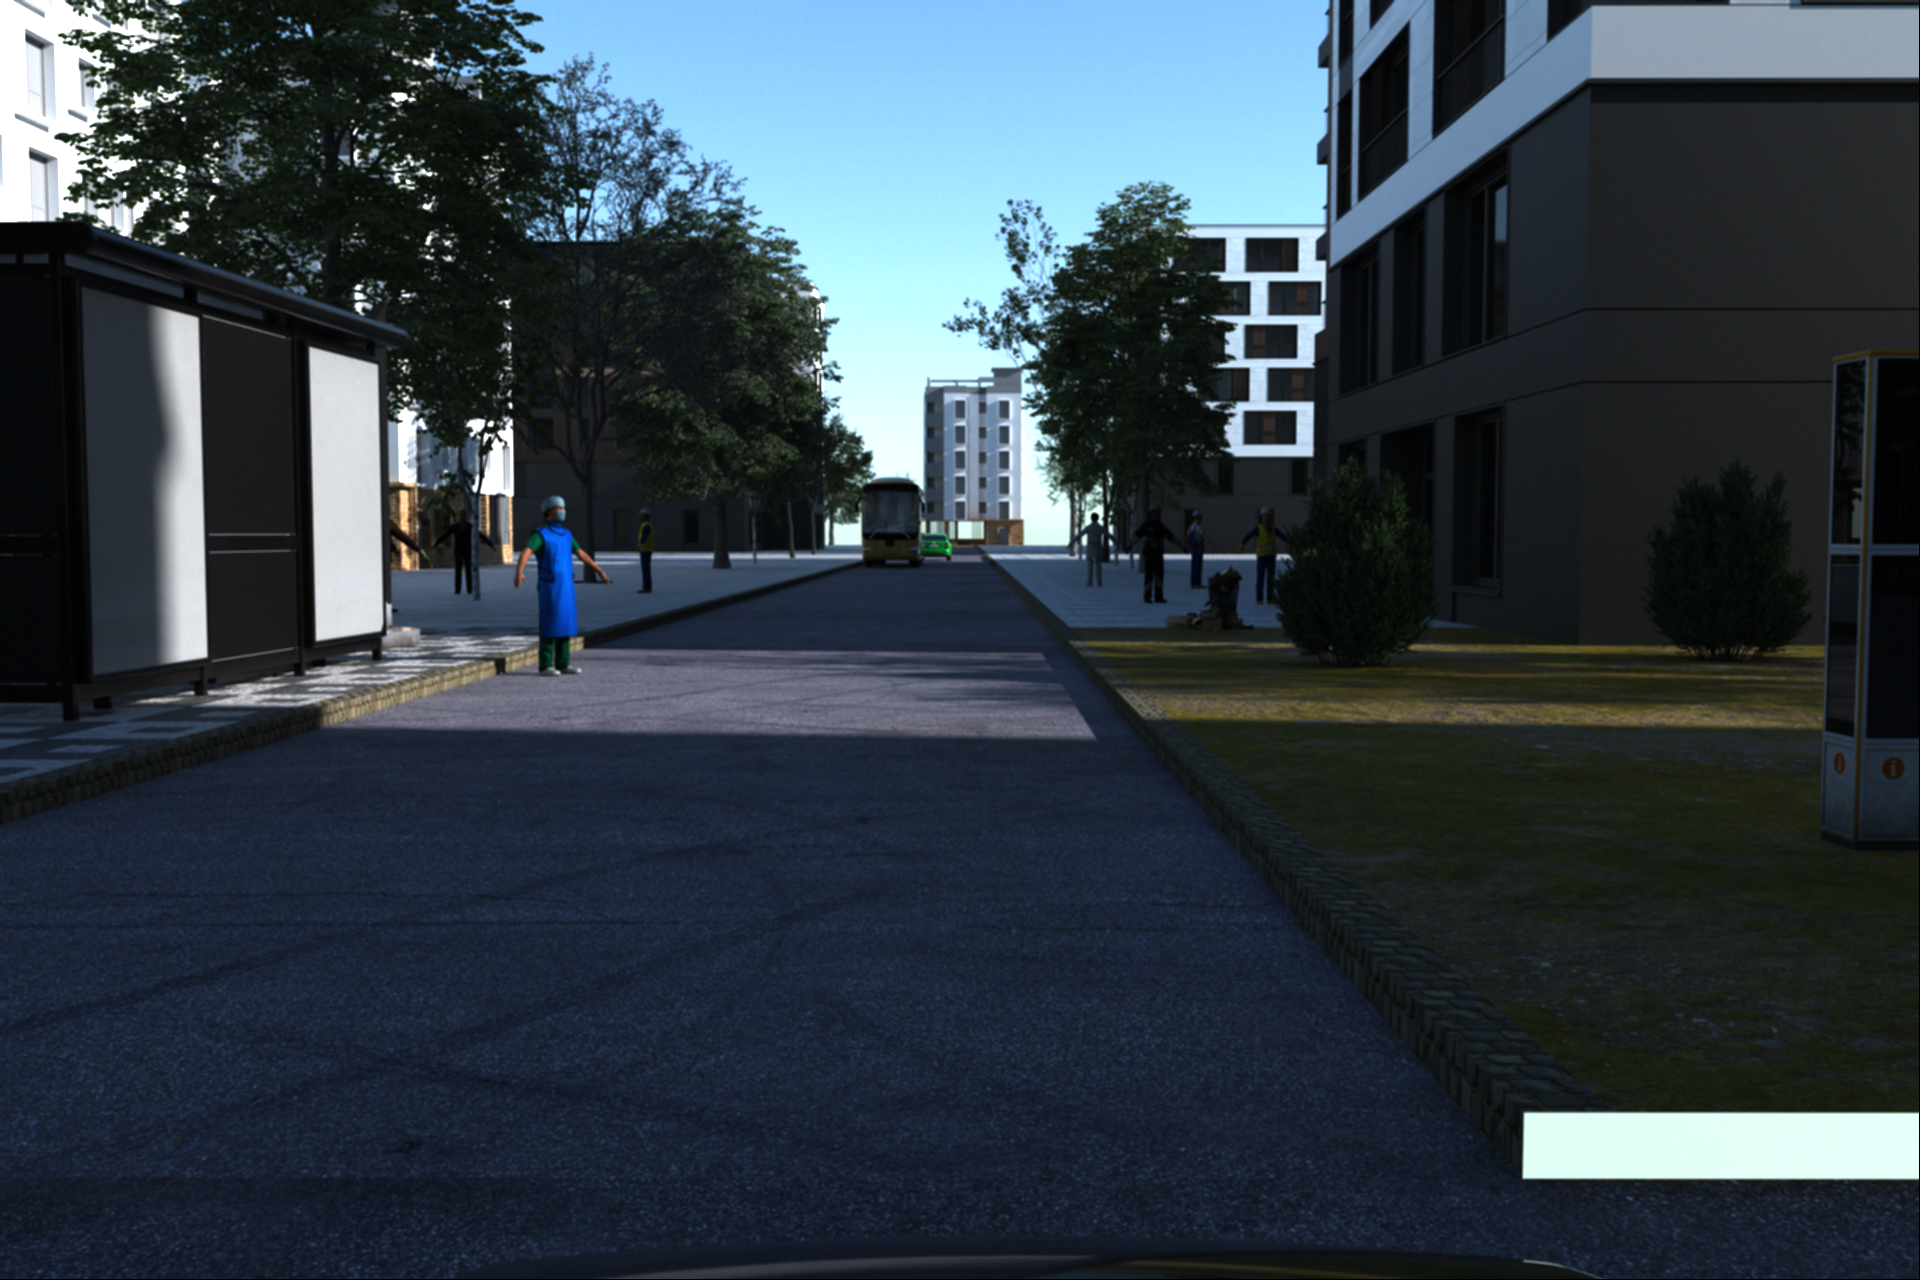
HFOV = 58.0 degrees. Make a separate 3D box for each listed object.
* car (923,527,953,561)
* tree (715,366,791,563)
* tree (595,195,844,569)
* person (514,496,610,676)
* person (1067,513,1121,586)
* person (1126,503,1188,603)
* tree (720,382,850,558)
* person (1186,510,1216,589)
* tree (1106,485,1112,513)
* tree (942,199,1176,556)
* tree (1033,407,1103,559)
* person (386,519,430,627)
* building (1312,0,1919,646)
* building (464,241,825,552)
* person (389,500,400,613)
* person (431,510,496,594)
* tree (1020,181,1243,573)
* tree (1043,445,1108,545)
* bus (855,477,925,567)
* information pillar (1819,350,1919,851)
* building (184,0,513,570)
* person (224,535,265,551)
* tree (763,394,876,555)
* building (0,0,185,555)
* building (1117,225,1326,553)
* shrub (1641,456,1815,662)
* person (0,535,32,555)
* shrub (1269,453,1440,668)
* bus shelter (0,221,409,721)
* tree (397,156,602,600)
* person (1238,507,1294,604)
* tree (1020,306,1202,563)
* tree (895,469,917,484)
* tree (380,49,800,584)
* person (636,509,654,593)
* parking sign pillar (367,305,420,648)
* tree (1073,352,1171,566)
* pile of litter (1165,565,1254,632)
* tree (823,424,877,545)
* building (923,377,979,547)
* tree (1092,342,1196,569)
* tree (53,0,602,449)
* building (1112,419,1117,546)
[{"bbox_3d":[-1.350,-5.198,93.782,1.959,1.807,4.718,0,4,0],"label":"car"},{"bbox_3d":[-8.939,-7.658,75.575,4.360,8.622,3.978,0,3,0],"label":"tree"},{"bbox_3d":[-8.951,-9.624,64.004,9.857,13.997,8.962,0,3,0],"label":"tree"},{"bbox_3d":[-4.088,-0.551,17.595,0.704,1.817,1.347,2,4,29],"label":"person"},{"bbox_3d":[3.293,-2.221,42.493,1.347,1.806,0.705,0,4,-6],"label":"person"},{"bbox_3d":[3.633,-1.620,32.274,1.354,1.856,0.705,-2,4,-27],"label":"person"},{"bbox_3d":[-9.293,-9.660,92.355,7.601,10.594,8.767,0,4,3],"label":"tree"},{"bbox_3d":[5.611,-2.136,40.785,0.705,1.847,1.347,-1,4,-21],"label":"person"},{"bbox_3d":[18.197,-14.932,194.492,4.737,8.622,4.395,0,3,0],"label":"tree"},{"bbox_3d":[5.132,-14.921,99.853,12.611,20.169,13.585,0,3,0],"label":"tree"},{"bbox_3d":[6.327,-8.386,87.481,4.360,8.622,3.978,0,3,0],"label":"tree"},{"bbox_3d":[-7.277,-0.942,21.537,1.346,1.812,0.704,-3,4,-37],"label":"person"},{"bbox_3d":[21.082,-11.710,35.432,27.936,21.610,32.646,0,4,0],"label":"building"},{"bbox_3d":[-25.812,-17.947,137.402,27.936,21.610,32.646,0,4,0],"label":"building"},{"bbox_3d":[-9.384,-1.365,28.247,0.705,1.837,1.347,0,4,-7],"label":"person"},{"bbox_3d":[-10.681,-1.898,37.251,1.346,1.802,0.704,-1,4,-20],"label":"person"},{"bbox_3d":[5.694,-8.465,56.528,7.486,12.596,7.792,0,3,0],"label":"tree"},{"bbox_3d":[13.687,-16.852,201.282,9.928,11.665,9.643,0,3,0],"label":"tree"},{"bbox_3d":[-2.933,-5.294,78.110,2.896,3.916,12.252,0,4,0],"label":"bus"},{"bbox_3d":[3.770,-0.159,7.098,0.304,2.012,0.304,0,3,0],"label":"information pillar"},{"bbox_3d":[-24.394,-12.590,62.272,16.016,20.090,11.380,0,4,-1],"label":"building"},{"bbox_3d":[-15.171,-1.823,36.602,0.721,1.733,1.217,1,4,21],"label":"person"},{"bbox_3d":[-9.077,-10.661,108.712,8.767,10.594,7.601,1,4,14],"label":"tree"},{"bbox_3d":[-27.600,-11.096,37.837,16.016,20.090,11.380,0,4,0],"label":"building"},{"bbox_3d":[25.633,-17.551,130.930,27.936,21.610,32.646,0,3,0],"label":"building"},{"bbox_3d":[7.824,-0.832,17.639,1.661,2.075,1.752,0,3,0],"label":"shrub"},{"bbox_3d":[-12.274,-0.982,22.185,1.348,1.813,0.705,2,4,35],"label":"person"},{"bbox_3d":[3.842,-0.785,16.873,1.661,2.075,1.752,0,3,0],"label":"shrub"},{"bbox_3d":[-6.811,-2.175,13.186,2.179,5.291,8.768,0,4,2],"label":"bus shelter"},{"bbox_3d":[-9.363,-5.104,33.812,4.737,8.622,4.395,0,3,0],"label":"tree"},{"bbox_3d":[5.646,-1.547,31.763,1.216,1.772,0.721,-1,4,-16],"label":"person"},{"bbox_3d":[6.753,-9.308,77.936,9.928,11.665,9.643,0,3,0],"label":"tree"},{"bbox_3d":[-6.005,-14.954,194.853,4.360,8.622,3.978,0,3,0],"label":"tree"},{"bbox_3d":[-9.782,-8.231,44.941,12.009,13.543,11.850,0,3,0],"label":"tree"},{"bbox_3d":[-6.894,-1.948,37.812,0.705,1.833,1.349,0,4,-5],"label":"person"},{"bbox_3d":[-6.971,-1.918,19.828,1.447,3.967,1.447,0,4,2],"label":"parking sign pillar"},{"bbox_3d":[6.135,-7.334,70.272,4.360,8.622,3.978,0,3,0],"label":"tree"},{"bbox_3d":[3.376,-0.587,23.561,1.176,0.858,1.719,0,3,0],"label":"pile of litter"},{"bbox_3d":[-14.381,-17.628,194.868,9.857,13.997,8.962,0,3,0],"label":"tree"},{"bbox_3d":[-3.909,-20.920,200.915,11.380,20.090,16.016,0,4,0],"label":"building"},{"bbox_3d":[6.495,-6.958,64.128,4.737,8.622,4.395,0,3,0],"label":"tree"},{"bbox_3d":[-9.135,-6.579,25.690,7.486,12.596,7.792,0,3,0],"label":"tree"},{"bbox_3d":[24.574,-18.436,167.879,16.747,18.905,31.486,0,3,0],"label":"building"}]
